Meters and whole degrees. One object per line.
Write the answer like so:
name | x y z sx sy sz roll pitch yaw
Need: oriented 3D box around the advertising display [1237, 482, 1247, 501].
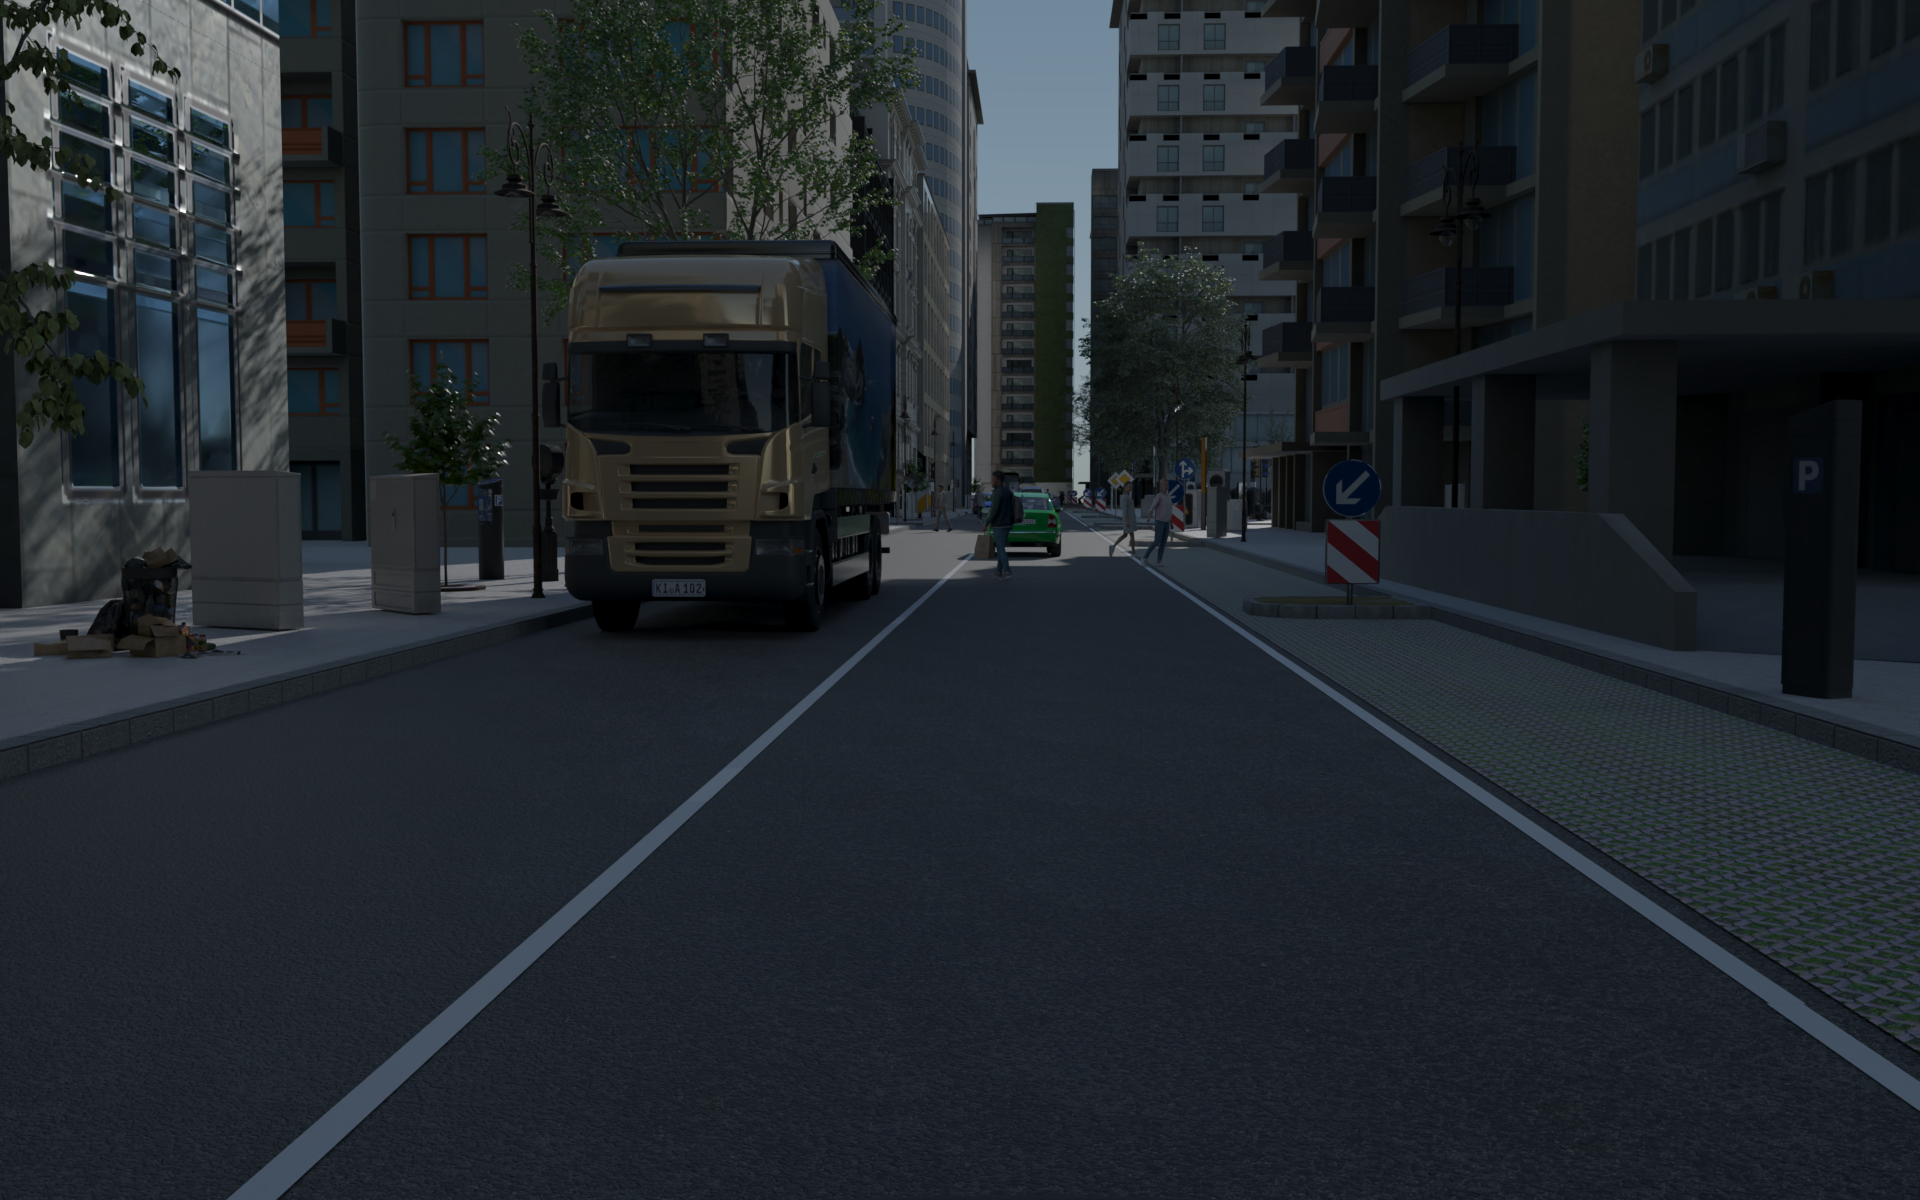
advertising display | 15.421 -5.479 94.790 0.123 1.923 0.974 3 4 36

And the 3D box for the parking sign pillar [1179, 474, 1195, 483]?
parking sign pillar | 18.431 -9.311 140.707 1.447 3.967 1.447 0 4 4

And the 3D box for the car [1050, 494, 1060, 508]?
car | 8.367 -9.138 161.413 2.014 1.417 4.499 0 4 5

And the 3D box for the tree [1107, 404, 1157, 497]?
tree | 12.035 -10.480 121.711 4.360 8.622 3.978 0 3 0

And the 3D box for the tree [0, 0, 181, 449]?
tree | -5.828 -3.604 9.283 4.737 8.622 4.395 0 3 0

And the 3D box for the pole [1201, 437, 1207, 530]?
pole | 8.787 -4.194 62.419 0.158 3.312 0.155 0 3 0

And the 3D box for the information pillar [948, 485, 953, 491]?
information pillar | -0.803 -8.301 140.220 0.304 2.012 0.304 2 4 35

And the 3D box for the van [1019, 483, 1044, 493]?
van | 3.996 -5.490 96.772 2.013 2.044 4.112 0 4 3

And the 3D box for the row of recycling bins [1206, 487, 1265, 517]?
row of recycling bins | 15.456 -5.629 99.148 3.534 1.692 1.069 0 4 -8

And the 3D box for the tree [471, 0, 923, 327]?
tree | -4.825 -6.503 32.077 9.928 11.665 9.643 0 3 0

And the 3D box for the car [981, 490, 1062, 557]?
car | 1.467 -1.975 41.086 1.959 1.807 4.718 0 4 1

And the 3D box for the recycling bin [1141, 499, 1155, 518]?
recycling bin | 10.119 -4.920 92.996 0.722 1.027 0.722 1 4 15

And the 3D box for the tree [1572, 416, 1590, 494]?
tree | 13.525 -2.585 36.874 1.663 3.219 1.824 0 3 0

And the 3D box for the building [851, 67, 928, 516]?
building | -9.559 -19.567 107.313 14.401 28.519 23.554 0 4 3

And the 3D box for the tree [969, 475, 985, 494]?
tree | 1.566 -11.001 174.471 1.663 3.219 1.824 0 3 0

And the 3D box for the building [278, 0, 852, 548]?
building | -19.310 -12.852 55.174 28.899 21.520 27.650 0 4 3

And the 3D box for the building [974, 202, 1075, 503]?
building | 9.030 -34.324 244.787 14.086 41.232 14.154 0 4 3

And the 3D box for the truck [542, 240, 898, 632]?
truck | -2.464 -1.991 21.467 2.839 4.237 11.283 0 4 3

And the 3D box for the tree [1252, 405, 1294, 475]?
tree | 26.166 -11.768 142.772 4.360 8.622 3.978 0 3 0

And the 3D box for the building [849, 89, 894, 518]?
building | -10.147 -15.789 87.820 12.332 23.373 15.834 0 4 3

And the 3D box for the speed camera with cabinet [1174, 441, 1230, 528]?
speed camera with cabinet | 9.057 -4.313 64.850 2.038 3.252 0.660 2 4 30

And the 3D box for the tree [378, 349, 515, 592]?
tree | -6.959 -1.736 22.991 1.663 3.219 1.824 0 3 0

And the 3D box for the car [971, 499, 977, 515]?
car | 1.886 -6.940 122.505 2.155 1.783 4.494 0 4 3

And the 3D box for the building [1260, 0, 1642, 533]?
building | 21.196 -24.390 53.401 22.147 44.769 28.867 0 4 3

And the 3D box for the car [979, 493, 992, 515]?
car | 2.018 -6.217 111.241 1.945 1.707 3.694 0 4 1

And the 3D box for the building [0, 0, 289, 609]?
building | -20.033 -42.570 8.690 22.319 86.520 31.000 0 4 3

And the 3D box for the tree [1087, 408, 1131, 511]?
tree | 11.959 -11.210 133.642 4.737 8.622 4.395 0 3 0

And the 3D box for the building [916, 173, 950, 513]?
building | -11.309 -20.317 136.703 19.350 26.468 34.151 0 4 3

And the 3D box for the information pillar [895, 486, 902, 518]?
information pillar | -3.329 -5.471 93.947 0.304 2.012 0.304 2 4 31

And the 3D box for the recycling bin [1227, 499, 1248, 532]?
recycling bin | 9.459 -2.860 59.310 0.722 1.027 0.722 1 4 14

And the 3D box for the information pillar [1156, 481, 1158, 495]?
information pillar | 11.463 -5.837 99.932 0.304 2.012 0.304 -3 5 -42

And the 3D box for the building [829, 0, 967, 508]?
building | -10.412 -38.262 167.580 21.231 58.520 28.212 0 4 3

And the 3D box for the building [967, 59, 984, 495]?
building | -11.255 -38.264 214.847 27.495 52.752 28.713 0 4 3

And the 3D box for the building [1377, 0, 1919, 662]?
building | 22.237 -20.013 19.090 32.217 40.220 23.993 0 4 3

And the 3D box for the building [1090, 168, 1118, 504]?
building | 23.508 -32.786 219.638 14.154 41.232 14.086 0 4 3

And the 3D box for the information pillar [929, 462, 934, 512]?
information pillar | -1.950 -7.985 121.915 0.504 3.616 0.183 -1 4 -16

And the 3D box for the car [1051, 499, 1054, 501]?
car | 5.551 -6.768 122.453 2.131 1.459 4.920 0 4 4

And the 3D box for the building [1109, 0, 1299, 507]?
building | 29.228 -35.354 167.276 28.713 52.752 27.495 0 4 3

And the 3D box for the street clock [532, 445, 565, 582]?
street clock | -6.037 -1.275 25.423 0.471 2.002 0.358 3 4 36

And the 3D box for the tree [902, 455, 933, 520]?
tree | -2.363 -5.489 84.339 1.663 3.219 1.824 0 3 0

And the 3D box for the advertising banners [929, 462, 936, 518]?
advertising banners | -1.514 -6.039 94.922 0.090 3.025 2.074 1 4 9

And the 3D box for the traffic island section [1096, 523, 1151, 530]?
traffic island section | 6.715 -2.953 70.555 2.009 0.180 2.903 0 4 3

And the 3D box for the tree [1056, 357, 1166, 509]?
tree | 13.200 -14.525 147.858 12.009 13.543 11.850 0 3 0

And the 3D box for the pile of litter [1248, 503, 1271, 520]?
pile of litter | 15.075 -4.491 87.388 1.719 0.858 1.176 3 5 39

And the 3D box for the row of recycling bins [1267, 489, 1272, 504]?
row of recycling bins | 21.373 -7.248 125.610 3.534 1.692 1.069 2 4 27

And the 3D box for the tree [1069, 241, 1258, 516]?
tree | 10.492 -11.125 88.542 9.857 13.997 8.962 0 3 0

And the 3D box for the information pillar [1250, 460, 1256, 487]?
information pillar | 19.853 -7.708 117.376 0.183 3.616 0.504 -2 4 -33

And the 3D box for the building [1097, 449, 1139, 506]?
building | 27.320 -53.999 195.556 22.319 86.520 31.000 0 4 3

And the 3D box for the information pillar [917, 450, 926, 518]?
information pillar | -2.028 -6.091 90.941 0.504 3.616 0.183 0 4 -5

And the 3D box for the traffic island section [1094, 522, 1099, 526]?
traffic island section | 7.083 -3.440 78.532 2.009 0.180 2.903 0 4 3

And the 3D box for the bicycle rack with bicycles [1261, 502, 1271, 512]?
bicycle rack with bicycles | 19.500 -6.145 113.852 2.925 0.926 2.852 0 4 5

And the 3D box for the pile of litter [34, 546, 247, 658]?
pile of litter | -6.629 0.005 13.890 1.719 0.858 1.176 2 4 30
